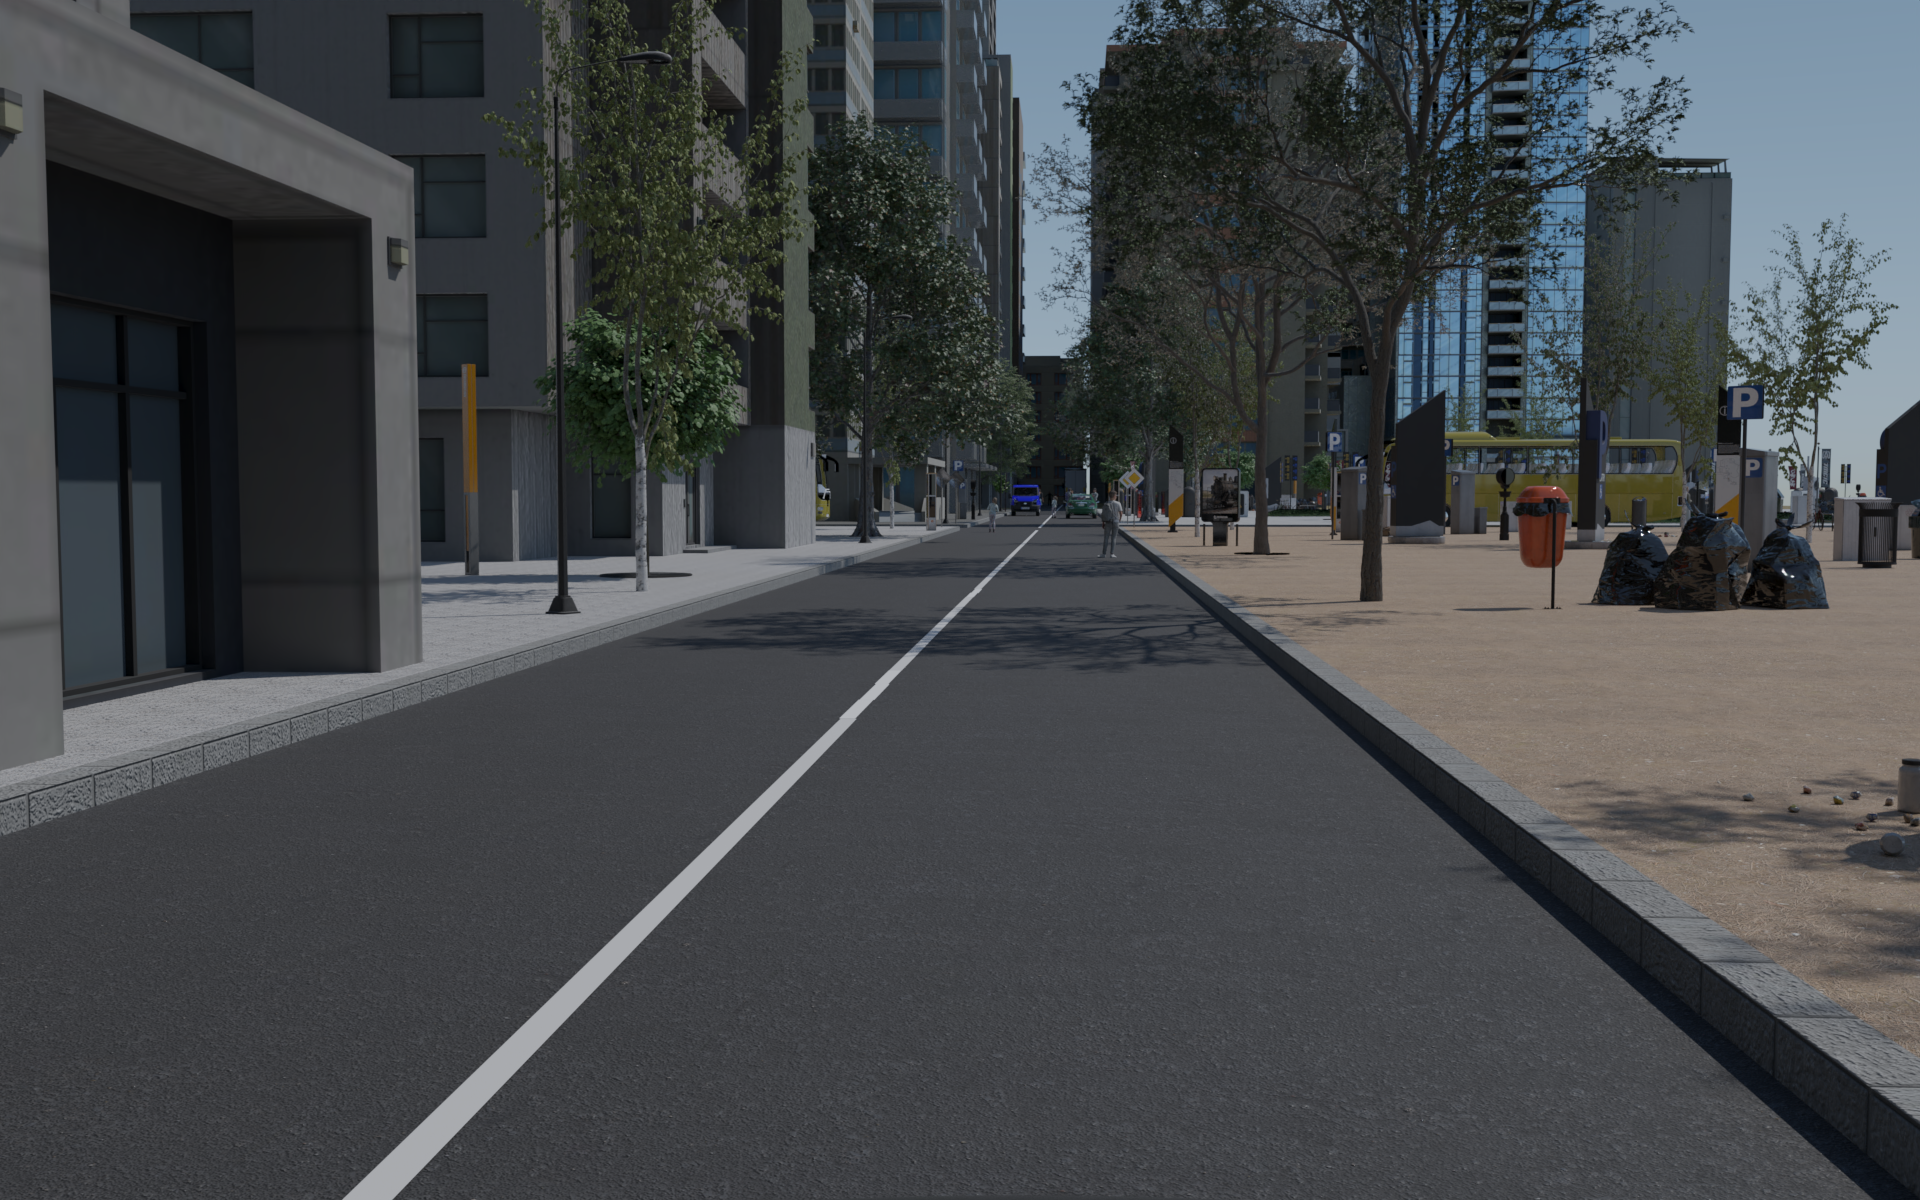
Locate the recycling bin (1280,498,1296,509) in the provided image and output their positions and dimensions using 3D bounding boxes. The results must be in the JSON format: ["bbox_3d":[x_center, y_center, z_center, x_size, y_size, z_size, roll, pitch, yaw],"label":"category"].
[{"bbox_3d":[20.608,-5.888,108.821,0.722,1.027,0.722,-3,5,-44],"label":"recycling bin"}]

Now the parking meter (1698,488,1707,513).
[{"bbox_3d":[33.578,-4.276,78.331,0.372,1.533,0.369,0,3,0],"label":"parking meter"}]

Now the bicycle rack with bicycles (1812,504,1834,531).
[{"bbox_3d":[30.929,-2.853,60.036,2.852,0.926,2.925,1,4,17],"label":"bicycle rack with bicycles"}]

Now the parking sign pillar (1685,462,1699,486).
[{"bbox_3d":[60.070,-9.417,142.438,1.447,3.967,1.447,-2,4,-26],"label":"parking sign pillar"}]

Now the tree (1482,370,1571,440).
[{"bbox_3d":[33.444,-9.176,100.389,4.737,8.622,4.395,0,3,0],"label":"tree"}]

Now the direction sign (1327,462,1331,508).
[{"bbox_3d":[26.256,-8.026,123.214,0.379,3.537,0.876,2,4,28],"label":"direction sign"}]

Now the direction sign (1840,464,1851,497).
[{"bbox_3d":[66.333,-8.426,129.765,0.379,3.537,0.876,-1,4,-21],"label":"direction sign"}]

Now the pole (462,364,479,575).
[{"bbox_3d":[-7.719,-2.046,27.297,0.158,3.312,0.155,0,3,0],"label":"pole"}]

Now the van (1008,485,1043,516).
[{"bbox_3d":[4.351,-6.735,114.506,2.240,2.365,5.245,0,4,3],"label":"van"}]

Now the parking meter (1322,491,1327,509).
[{"bbox_3d":[27.680,-7.537,131.641,0.372,1.533,0.369,0,3,0],"label":"parking meter"}]

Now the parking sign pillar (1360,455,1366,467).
[{"bbox_3d":[27.534,-7.976,118.874,1.447,3.967,1.447,0,4,2],"label":"parking sign pillar"}]

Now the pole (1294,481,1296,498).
[{"bbox_3d":[25.729,-8.511,132.994,0.158,3.312,0.155,0,3,0],"label":"pole"}]

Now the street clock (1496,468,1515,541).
[{"bbox_3d":[15.060,-2.648,47.871,0.471,2.002,0.358,-1,4,-19],"label":"street clock"}]

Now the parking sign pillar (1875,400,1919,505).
[{"bbox_3d":[26.216,-3.659,48.303,1.447,3.967,1.447,-1,4,-18],"label":"parking sign pillar"}]

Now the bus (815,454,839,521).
[{"bbox_3d":[-11.289,-4.901,71.672,12.252,3.916,2.896,0,4,5],"label":"bus"}]

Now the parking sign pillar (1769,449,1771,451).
[{"bbox_3d":[47.612,-7.011,103.107,1.447,3.967,1.447,-2,4,-24],"label":"parking sign pillar"}]

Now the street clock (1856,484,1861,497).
[{"bbox_3d":[65.614,-7.460,126.546,0.358,2.002,0.471,1,4,12],"label":"street clock"}]

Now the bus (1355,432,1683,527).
[{"bbox_3d":[22.166,-4.738,69.016,12.252,3.916,2.896,0,4,4],"label":"bus"}]

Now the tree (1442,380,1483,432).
[{"bbox_3d":[32.359,-9.925,112.633,4.737,8.622,4.395,0,3,0],"label":"tree"}]

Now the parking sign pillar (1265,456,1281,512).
[{"bbox_3d":[22.207,-8.255,123.443,1.447,3.967,1.447,-1,4,-14],"label":"parking sign pillar"}]

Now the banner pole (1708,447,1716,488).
[{"bbox_3d":[35.715,-5.618,81.863,0.863,3.779,0.401,-1,4,-22],"label":"banner pole"}]

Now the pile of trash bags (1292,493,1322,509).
[{"bbox_3d":[27.643,-7.808,137.406,1.912,1.369,3.447,-2,4,-33],"label":"pile of trash bags"}]

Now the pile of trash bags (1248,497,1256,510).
[{"bbox_3d":[22.844,-7.878,138.563,1.912,1.369,3.447,1,4,10],"label":"pile of trash bags"}]

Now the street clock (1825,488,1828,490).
[{"bbox_3d":[62.708,-7.384,125.300,0.358,2.002,0.471,1,4,14],"label":"street clock"}]

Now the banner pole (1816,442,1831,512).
[{"bbox_3d":[41.698,-5.733,83.757,0.863,3.779,0.401,0,4,-2],"label":"banner pole"}]

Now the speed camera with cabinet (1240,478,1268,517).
[{"bbox_3d":[15.989,-6.203,95.760,2.038,3.252,0.660,1,4,11],"label":"speed camera with cabinet"}]

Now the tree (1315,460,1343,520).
[{"bbox_3d":[18.666,-5.588,85.959,1.663,3.219,1.824,0,3,0],"label":"tree"}]

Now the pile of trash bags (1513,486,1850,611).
[{"bbox_3d":[7.950,-0.613,19.783,3.447,1.369,1.912,-1,4,-11],"label":"pile of trash bags"}]

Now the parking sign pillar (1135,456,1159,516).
[{"bbox_3d":[11.069,-6.986,102.699,1.447,3.967,1.447,3,4,38],"label":"parking sign pillar"}]

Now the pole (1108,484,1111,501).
[{"bbox_3d":[12.484,-9.226,144.695,0.158,3.312,0.155,0,3,0],"label":"pole"}]

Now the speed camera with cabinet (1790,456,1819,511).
[{"bbox_3d":[43.630,-5.814,89.394,2.038,3.252,0.660,-3,5,-40],"label":"speed camera with cabinet"}]

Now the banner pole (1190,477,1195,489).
[{"bbox_3d":[19.287,-9.411,143.883,0.401,3.779,0.863,-2,4,-34],"label":"banner pole"}]

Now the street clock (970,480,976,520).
[{"bbox_3d":[0.661,-5.016,86.584,0.358,2.002,0.471,0,4,7],"label":"street clock"}]

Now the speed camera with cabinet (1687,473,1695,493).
[{"bbox_3d":[58.997,-8.808,138.339,2.038,3.252,0.660,0,4,8],"label":"speed camera with cabinet"}]

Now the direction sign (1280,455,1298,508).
[{"bbox_3d":[19.323,-6.677,101.167,0.876,3.537,0.379,-2,4,-23],"label":"direction sign"}]

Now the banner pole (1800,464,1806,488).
[{"bbox_3d":[61.629,-8.341,126.388,0.863,3.779,0.401,-1,4,-12],"label":"banner pole"}]

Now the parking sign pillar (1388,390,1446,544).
[{"bbox_3d":[11.857,-3.450,44.877,1.447,3.967,1.447,0,4,-8],"label":"parking sign pillar"}]

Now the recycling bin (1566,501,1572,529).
[{"bbox_3d":[21.746,-3.086,63.008,0.722,1.027,0.722,-1,4,-10],"label":"recycling bin"}]

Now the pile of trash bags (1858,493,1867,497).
[{"bbox_3d":[47.503,-5.036,92.088,3.447,1.369,1.912,1,4,12],"label":"pile of trash bags"}]

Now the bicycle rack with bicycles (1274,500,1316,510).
[{"bbox_3d":[19.828,-5.516,103.575,2.852,0.926,2.925,3,5,45],"label":"bicycle rack with bicycles"}]

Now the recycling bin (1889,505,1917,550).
[{"bbox_3d":[21.718,-1.669,39.835,0.722,1.027,0.722,3,5,41],"label":"recycling bin"}]

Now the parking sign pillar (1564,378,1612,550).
[{"bbox_3d":[14.847,-3.192,40.655,1.447,3.967,1.447,2,4,29],"label":"parking sign pillar"}]

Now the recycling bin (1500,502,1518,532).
[{"bbox_3d":[18.718,-2.816,58.595,0.722,1.027,0.722,0,4,2],"label":"recycling bin"}]

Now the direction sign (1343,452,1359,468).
[{"bbox_3d":[20.967,-6.180,93.034,0.876,3.537,0.379,-1,4,-10],"label":"direction sign"}]
